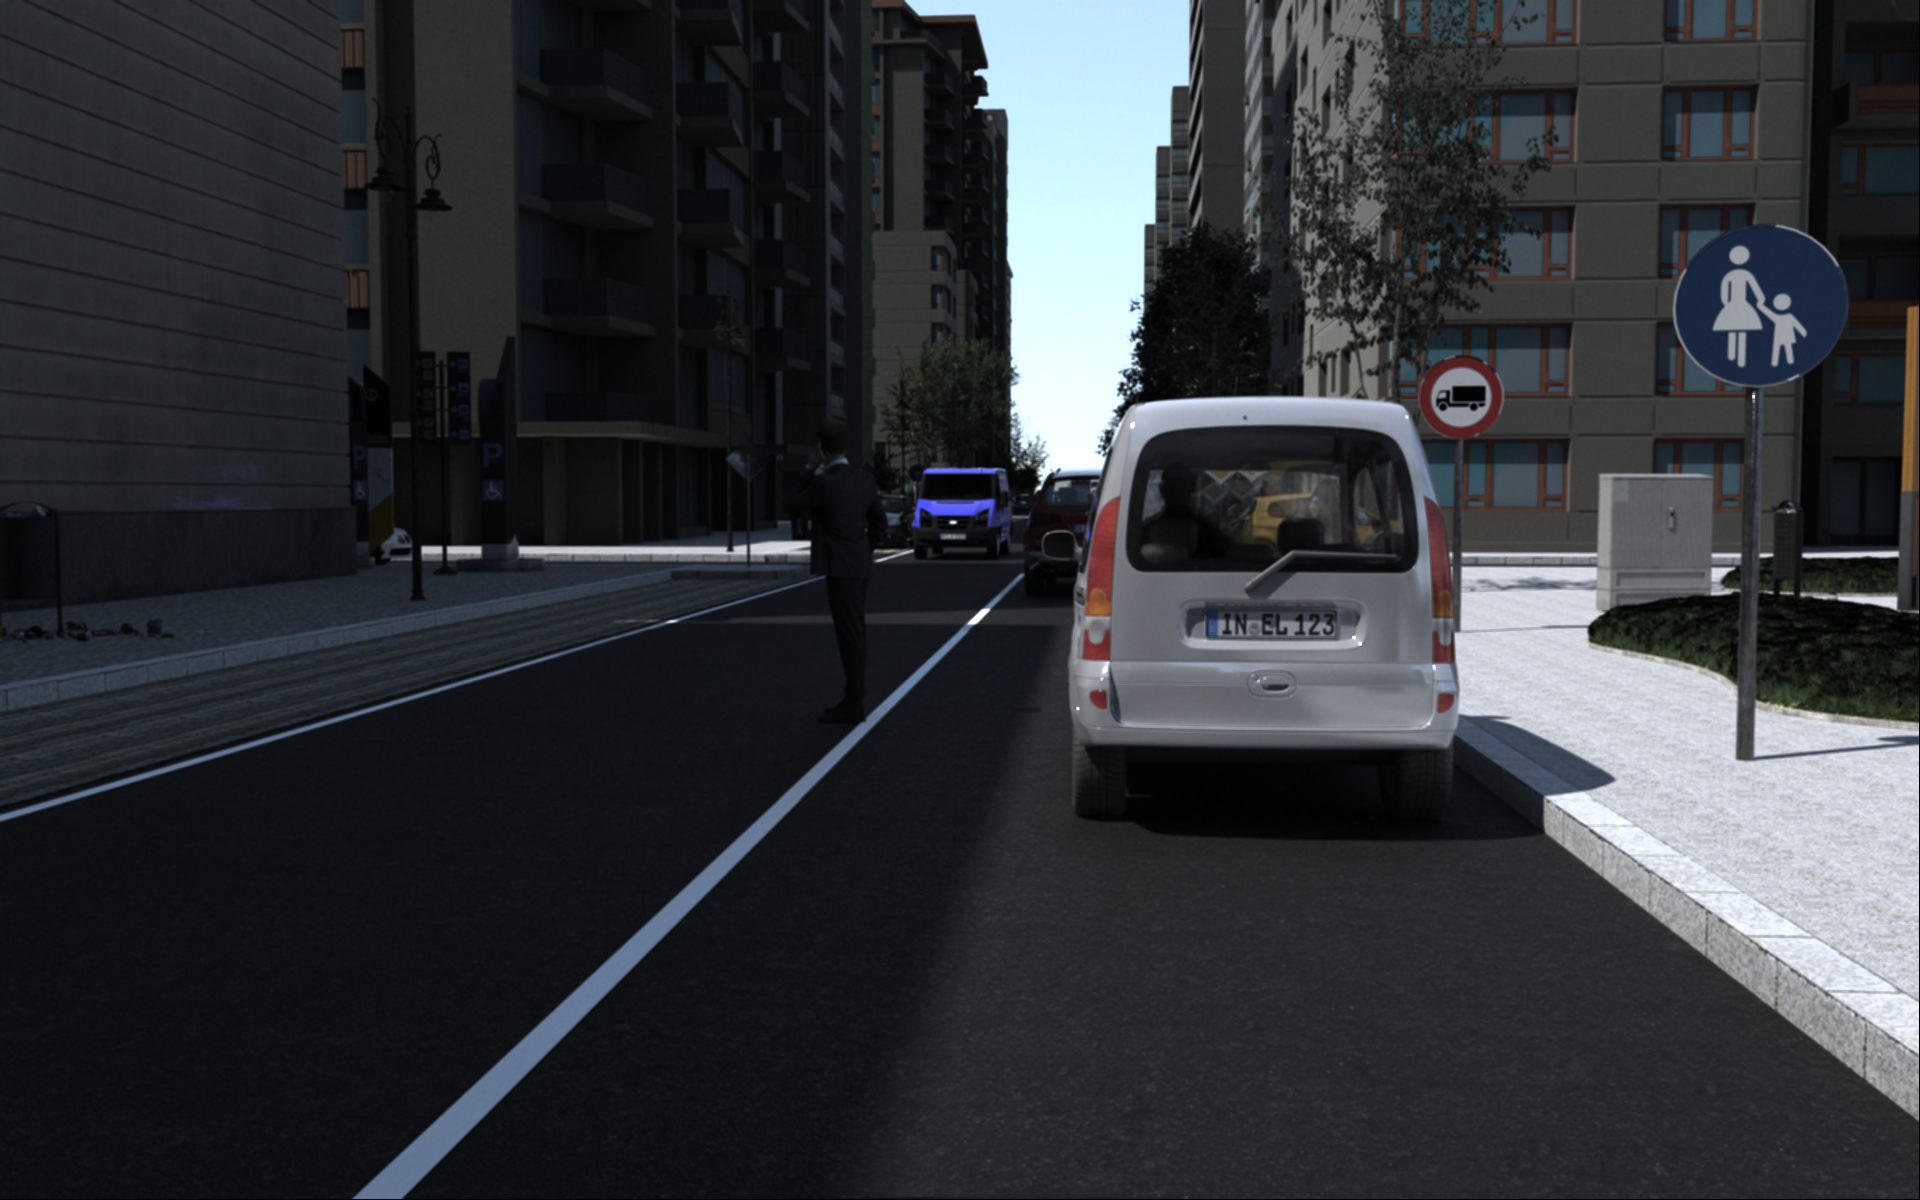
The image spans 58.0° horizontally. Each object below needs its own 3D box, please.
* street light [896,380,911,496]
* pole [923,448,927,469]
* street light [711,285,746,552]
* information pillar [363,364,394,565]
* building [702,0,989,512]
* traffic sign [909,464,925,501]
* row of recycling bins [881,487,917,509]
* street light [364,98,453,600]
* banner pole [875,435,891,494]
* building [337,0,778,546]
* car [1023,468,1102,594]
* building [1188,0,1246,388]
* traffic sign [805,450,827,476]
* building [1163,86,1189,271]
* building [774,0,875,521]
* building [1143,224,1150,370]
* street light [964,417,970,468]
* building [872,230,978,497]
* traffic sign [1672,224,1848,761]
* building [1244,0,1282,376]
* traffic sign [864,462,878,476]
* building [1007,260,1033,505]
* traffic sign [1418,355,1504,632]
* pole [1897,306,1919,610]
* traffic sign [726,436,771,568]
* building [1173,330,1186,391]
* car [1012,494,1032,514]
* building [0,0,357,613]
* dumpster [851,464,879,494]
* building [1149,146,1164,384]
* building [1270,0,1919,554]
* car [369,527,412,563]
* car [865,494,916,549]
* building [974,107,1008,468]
[{"bbox_3d":[-2.295,-5.963,70.289,0.468,5.910,1.993,0,4,5],"label":"street light"},{"bbox_3d":[-1.537,-5.035,76.170,0.158,3.312,0.155,0,3,0],"label":"pole"},{"bbox_3d":[-5.116,-4.013,38.393,0.468,5.910,1.993,0,4,5],"label":"street light"},{"bbox_3d":[-10.481,-2.437,31.199,0.504,3.616,0.183,0,4,-3],"label":"information pillar"},{"bbox_3d":[-8.921,-30.789,158.030,22.147,44.769,28.867,0,4,5],"label":"building"},{"bbox_3d":[-1.809,-4.503,73.728,0.768,2.556,0.104,1,4,9],"label":"traffic sign"},{"bbox_3d":[-4.210,-6.120,107.167,3.534,1.692,1.069,1,4,15],"label":"row of recycling bins"},{"bbox_3d":[-6.563,-2.935,20.779,0.468,5.910,1.993,0,4,5],"label":"street light"},{"bbox_3d":[-3.219,-5.095,73.325,0.863,3.779,0.401,0,4,5],"label":"banner pole"},{"bbox_3d":[-17.015,-24.492,55.072,22.147,44.769,28.867,0,4,5],"label":"building"},{"bbox_3d":[2.091,-1.069,26.157,2.281,1.827,5.304,0,4,6],"label":"car"},{"bbox_3d":[28.169,-30.889,128.743,21.300,48.544,21.600,0,4,5],"label":"building"},{"bbox_3d":[-3.005,-2.104,38.044,0.795,2.450,0.064,0,4,5],"label":"traffic sign"},{"bbox_3d":[28.330,-30.150,176.548,14.154,41.232,14.086,0,4,5],"label":"building"},{"bbox_3d":[-12.046,-24.537,84.769,14.154,41.232,14.086,0,4,5],"label":"building"},{"bbox_3d":[34.845,-35.438,263.000,14.154,41.232,14.086,0,4,5],"label":"building"},{"bbox_3d":[0.385,-7.915,102.196,0.468,5.910,1.993,0,4,5],"label":"street light"},{"bbox_3d":[-13.509,-17.386,129.294,27.650,21.520,28.899,0,4,5],"label":"building"},{"bbox_3d":[3.790,-0.500,8.286,0.768,2.556,0.104,1,4,14],"label":"traffic sign"},{"bbox_3d":[28.460,-24.643,94.787,32.217,40.220,23.993,0,4,5],"label":"building"},{"bbox_3d":[-3.316,-3.698,61.646,0.795,2.450,0.064,1,4,10],"label":"traffic sign"},{"bbox_3d":[-4.915,-34.825,261.272,32.217,40.220,23.993,0,4,5],"label":"building"},{"bbox_3d":[4.609,-0.973,16.015,0.768,2.556,0.104,0,4,5],"label":"traffic sign"},{"bbox_3d":[10.427,-1.535,18.941,0.158,3.312,0.155,0,3,0],"label":"pole"},{"bbox_3d":[-3.676,-1.617,30.087,0.795,2.450,0.064,0,4,5],"label":"traffic sign"},{"bbox_3d":[32.702,-18.973,155.255,27.650,21.520,28.899,0,4,5],"label":"building"},{"bbox_3d":[4.841,-7.132,128.612,2.014,1.417,4.499,0,4,3],"label":"car"},{"bbox_3d":[-22.107,-13.748,22.043,25.104,27.353,12.463,0,4,5],"label":"building"},{"bbox_3d":[-3.524,-3.313,56.655,1.502,2.255,1.985,0,4,5],"label":"dumpster"},{"bbox_3d":[30.093,-31.930,205.647,14.154,41.232,14.086,0,4,5],"label":"building"},{"bbox_3d":[24.839,-12.532,49.946,28.899,21.520,27.650,0,4,5],"label":"building"},{"bbox_3d":[-13.362,-1.355,34.513,4.827,1.381,2.083,0,4,5],"label":"car"},{"bbox_3d":[-2.136,-2.237,46.361,2.009,1.686,4.222,0,4,6],"label":"car"},{"bbox_3d":[-2.459,-30.313,179.212,14.154,41.232,14.086,0,4,5],"label":"building"}]
